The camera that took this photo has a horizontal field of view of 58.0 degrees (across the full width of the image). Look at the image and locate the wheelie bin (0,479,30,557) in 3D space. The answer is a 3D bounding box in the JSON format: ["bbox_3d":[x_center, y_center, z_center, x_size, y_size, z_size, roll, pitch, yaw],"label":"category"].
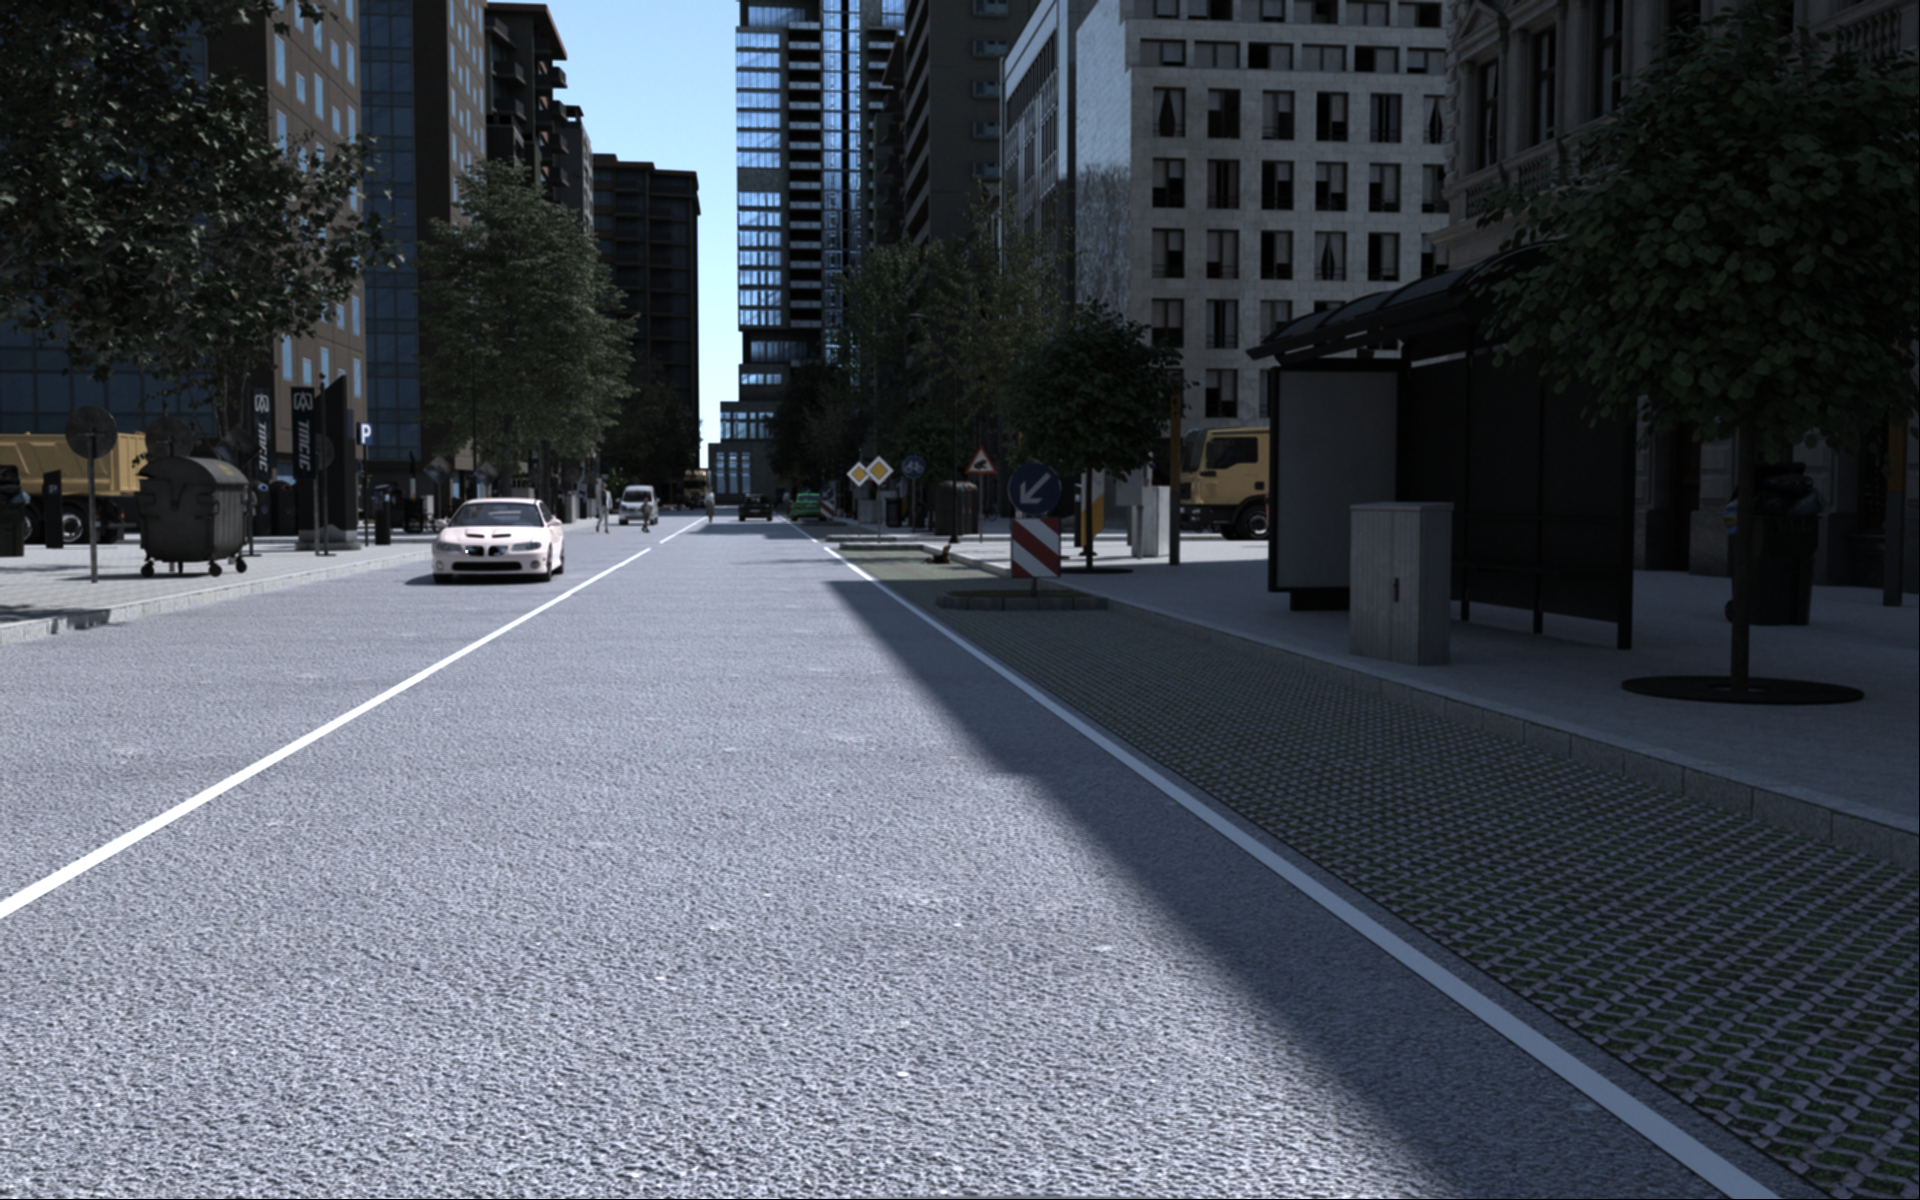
[{"bbox_3d":[-19.529,-1.685,35.461,0.693,1.594,0.980,3,5,41],"label":"wheelie bin"}]

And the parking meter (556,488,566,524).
[{"bbox_3d":[-17.289,-4.075,75.042,0.372,1.533,0.369,0,3,0],"label":"parking meter"}]

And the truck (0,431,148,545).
[{"bbox_3d":[-26.923,-3.042,45.668,9.791,3.379,3.469,0,4,-8],"label":"truck"}]

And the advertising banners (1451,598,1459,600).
[{"bbox_3d":[6.127,-1.507,20.828,2.074,3.025,0.090,1,4,14],"label":"advertising banners"}]

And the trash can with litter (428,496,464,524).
[{"bbox_3d":[-22.202,-3.923,75.197,2.233,1.210,1.678,-1,4,-14],"label":"trash can with litter"}]

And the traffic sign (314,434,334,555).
[{"bbox_3d":[-13.591,-2.229,36.543,0.768,2.556,0.104,0,4,-1],"label":"traffic sign"}]

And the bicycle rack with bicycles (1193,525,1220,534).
[{"bbox_3d":[8.837,-2.631,56.393,2.925,0.926,2.852,-2,4,-27],"label":"bicycle rack with bicycles"}]

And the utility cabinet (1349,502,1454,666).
[{"bbox_3d":[3.391,-0.137,13.401,0.306,1.237,1.020,-1,4,-18],"label":"utility cabinet"}]

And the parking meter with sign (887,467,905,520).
[{"bbox_3d":[-3.260,-5.552,87.032,0.543,3.016,1.738,-2,4,-28],"label":"parking meter with sign"}]

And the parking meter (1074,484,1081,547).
[{"bbox_3d":[2.958,-2.051,41.949,0.372,1.533,0.369,0,3,0],"label":"parking meter"}]

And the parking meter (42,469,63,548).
[{"bbox_3d":[-21.464,-2.156,40.958,0.399,1.863,0.255,-2,4,-34],"label":"parking meter"}]

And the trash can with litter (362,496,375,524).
[{"bbox_3d":[-25.402,-3.936,75.417,1.678,1.210,2.233,0,4,-4],"label":"trash can with litter"}]

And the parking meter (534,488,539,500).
[{"bbox_3d":[-19.254,-4.285,78.478,0.372,1.533,0.369,0,3,0],"label":"parking meter"}]

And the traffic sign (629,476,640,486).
[{"bbox_3d":[-22.538,-7.323,119.832,0.768,2.556,0.104,0,4,-5],"label":"traffic sign"}]

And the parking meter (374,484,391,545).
[{"bbox_3d":[-14.568,-2.157,43.679,0.372,1.533,0.369,0,3,0],"label":"parking meter"}]

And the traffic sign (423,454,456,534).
[{"bbox_3d":[-13.064,-2.438,43.497,0.795,2.450,0.064,0,4,-7],"label":"traffic sign"}]

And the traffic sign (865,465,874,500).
[{"bbox_3d":[-4.161,-4.721,77.184,0.884,2.594,0.081,0,4,-5],"label":"traffic sign"}]

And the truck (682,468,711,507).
[{"bbox_3d":[-28.699,-12.258,189.337,2.839,4.237,11.283,0,4,-5],"label":"truck"}]

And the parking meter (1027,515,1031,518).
[{"bbox_3d":[2.409,-3.217,58.313,0.255,1.863,0.399,1,4,12],"label":"parking meter"}]

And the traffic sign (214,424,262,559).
[{"bbox_3d":[-11.863,-1.669,28.480,0.795,2.450,0.064,0,4,0],"label":"traffic sign"}]

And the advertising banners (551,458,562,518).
[{"bbox_3d":[-19.662,-5.389,84.299,0.090,3.025,2.074,-2,4,-27],"label":"advertising banners"}]

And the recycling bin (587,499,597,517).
[{"bbox_3d":[-20.672,-5.161,96.931,0.722,1.027,0.722,-3,5,-44],"label":"recycling bin"}]

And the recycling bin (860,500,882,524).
[{"bbox_3d":[-3.863,-3.817,74.962,0.722,1.027,0.722,3,4,38],"label":"recycling bin"}]

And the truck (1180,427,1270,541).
[{"bbox_3d":[10.494,-3.354,50.758,9.791,3.379,3.469,0,4,-6],"label":"truck"}]

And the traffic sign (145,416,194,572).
[{"bbox_3d":[-12.961,-1.731,28.410,0.768,2.556,0.104,0,4,-5],"label":"traffic sign"}]

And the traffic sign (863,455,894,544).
[{"bbox_3d":[-2.099,-2.518,44.816,0.795,2.450,0.064,0,4,-7],"label":"traffic sign"}]

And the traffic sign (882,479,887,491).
[{"bbox_3d":[-4.066,-5.648,92.449,0.768,2.556,0.104,0,4,1],"label":"traffic sign"}]

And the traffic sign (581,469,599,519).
[{"bbox_3d":[-19.197,-5.496,89.867,0.884,2.594,0.081,0,4,-4],"label":"traffic sign"}]

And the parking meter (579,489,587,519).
[{"bbox_3d":[-19.462,-4.956,89.439,0.372,1.533,0.369,0,3,0],"label":"parking meter"}]

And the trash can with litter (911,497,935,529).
[{"bbox_3d":[-1.287,-3.246,64.458,1.055,1.170,0.624,1,4,12],"label":"trash can with litter"}]

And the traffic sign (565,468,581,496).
[{"bbox_3d":[-18.756,-5.123,83.872,0.768,2.556,0.104,0,4,-5],"label":"traffic sign"}]

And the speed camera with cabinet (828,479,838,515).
[{"bbox_3d":[-7.644,-6.769,105.001,0.660,3.252,2.038,0,4,1],"label":"speed camera with cabinet"}]

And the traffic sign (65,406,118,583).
[{"bbox_3d":[-12.516,-1.521,24.967,0.768,2.556,0.104,0,4,3],"label":"traffic sign"}]

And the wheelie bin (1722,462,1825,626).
[{"bbox_3d":[8.053,-0.561,17.081,0.980,1.594,0.693,-1,4,-11],"label":"wheelie bin"}]

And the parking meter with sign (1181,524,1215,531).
[{"bbox_3d":[8.103,-3.941,60.696,1.738,3.016,0.543,0,4,1],"label":"parking meter with sign"}]

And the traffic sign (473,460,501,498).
[{"bbox_3d":[-14.036,-2.922,51.423,0.795,2.450,0.064,0,4,-7],"label":"traffic sign"}]

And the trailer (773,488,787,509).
[{"bbox_3d":[-17.691,-10.030,171.032,1.471,1.999,3.904,-1,4,-8],"label":"trailer"}]

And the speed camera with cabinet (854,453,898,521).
[{"bbox_3d":[-4.008,-5.417,82.902,2.038,3.252,0.660,0,4,4],"label":"speed camera with cabinet"}]

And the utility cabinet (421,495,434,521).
[{"bbox_3d":[-24.997,-4.289,81.283,0.306,1.237,1.020,0,4,0],"label":"utility cabinet"}]

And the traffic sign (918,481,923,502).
[{"bbox_3d":[-1.716,-4.732,77.469,0.768,2.556,0.104,0,4,-5],"label":"traffic sign"}]

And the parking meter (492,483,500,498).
[{"bbox_3d":[-23.721,-5.060,88.445,0.399,1.863,0.255,-1,4,-11],"label":"parking meter"}]

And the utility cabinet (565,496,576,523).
[{"bbox_3d":[-17.084,-3.963,75.961,0.306,1.237,1.020,0,4,-2],"label":"utility cabinet"}]

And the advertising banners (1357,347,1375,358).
[{"bbox_3d":[4.422,-1.470,20.218,0.090,3.025,2.074,2,4,35],"label":"advertising banners"}]

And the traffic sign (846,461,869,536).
[{"bbox_3d":[-3.071,-3.003,52.742,0.795,2.450,0.064,0,4,-7],"label":"traffic sign"}]

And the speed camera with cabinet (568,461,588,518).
[{"bbox_3d":[-20.354,-5.982,92.147,0.660,3.252,2.038,-2,4,-26],"label":"speed camera with cabinet"}]

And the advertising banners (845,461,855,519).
[{"bbox_3d":[-5.780,-5.835,91.594,0.090,3.025,2.074,1,4,10],"label":"advertising banners"}]

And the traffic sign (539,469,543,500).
[{"bbox_3d":[-20.733,-5.225,85.533,0.768,2.556,0.104,0,4,-2],"label":"traffic sign"}]

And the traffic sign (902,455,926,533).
[{"bbox_3d":[-1.510,-3.461,56.698,0.768,2.556,0.104,0,4,-4],"label":"traffic sign"}]

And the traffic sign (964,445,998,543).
[{"bbox_3d":[0.551,-2.779,45.436,0.884,2.594,0.081,0,4,-4],"label":"traffic sign"}]

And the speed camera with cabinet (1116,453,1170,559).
[{"bbox_3d":[3.710,-2.484,34.955,0.660,3.252,2.038,1,4,23],"label":"speed camera with cabinet"}]

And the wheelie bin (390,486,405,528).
[{"bbox_3d":[-21.541,-3.560,66.118,0.693,1.594,0.980,-2,4,-27],"label":"wheelie bin"}]

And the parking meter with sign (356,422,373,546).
[{"bbox_3d":[-15.323,-2.829,42.509,1.738,3.016,0.543,1,4,14],"label":"parking meter with sign"}]

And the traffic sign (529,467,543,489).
[{"bbox_3d":[-20.154,-5.037,82.467,0.768,2.556,0.104,0,4,-2],"label":"traffic sign"}]

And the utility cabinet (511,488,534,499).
[{"bbox_3d":[-15.462,-3.185,60.746,1.173,1.500,0.318,2,4,28],"label":"utility cabinet"}]
